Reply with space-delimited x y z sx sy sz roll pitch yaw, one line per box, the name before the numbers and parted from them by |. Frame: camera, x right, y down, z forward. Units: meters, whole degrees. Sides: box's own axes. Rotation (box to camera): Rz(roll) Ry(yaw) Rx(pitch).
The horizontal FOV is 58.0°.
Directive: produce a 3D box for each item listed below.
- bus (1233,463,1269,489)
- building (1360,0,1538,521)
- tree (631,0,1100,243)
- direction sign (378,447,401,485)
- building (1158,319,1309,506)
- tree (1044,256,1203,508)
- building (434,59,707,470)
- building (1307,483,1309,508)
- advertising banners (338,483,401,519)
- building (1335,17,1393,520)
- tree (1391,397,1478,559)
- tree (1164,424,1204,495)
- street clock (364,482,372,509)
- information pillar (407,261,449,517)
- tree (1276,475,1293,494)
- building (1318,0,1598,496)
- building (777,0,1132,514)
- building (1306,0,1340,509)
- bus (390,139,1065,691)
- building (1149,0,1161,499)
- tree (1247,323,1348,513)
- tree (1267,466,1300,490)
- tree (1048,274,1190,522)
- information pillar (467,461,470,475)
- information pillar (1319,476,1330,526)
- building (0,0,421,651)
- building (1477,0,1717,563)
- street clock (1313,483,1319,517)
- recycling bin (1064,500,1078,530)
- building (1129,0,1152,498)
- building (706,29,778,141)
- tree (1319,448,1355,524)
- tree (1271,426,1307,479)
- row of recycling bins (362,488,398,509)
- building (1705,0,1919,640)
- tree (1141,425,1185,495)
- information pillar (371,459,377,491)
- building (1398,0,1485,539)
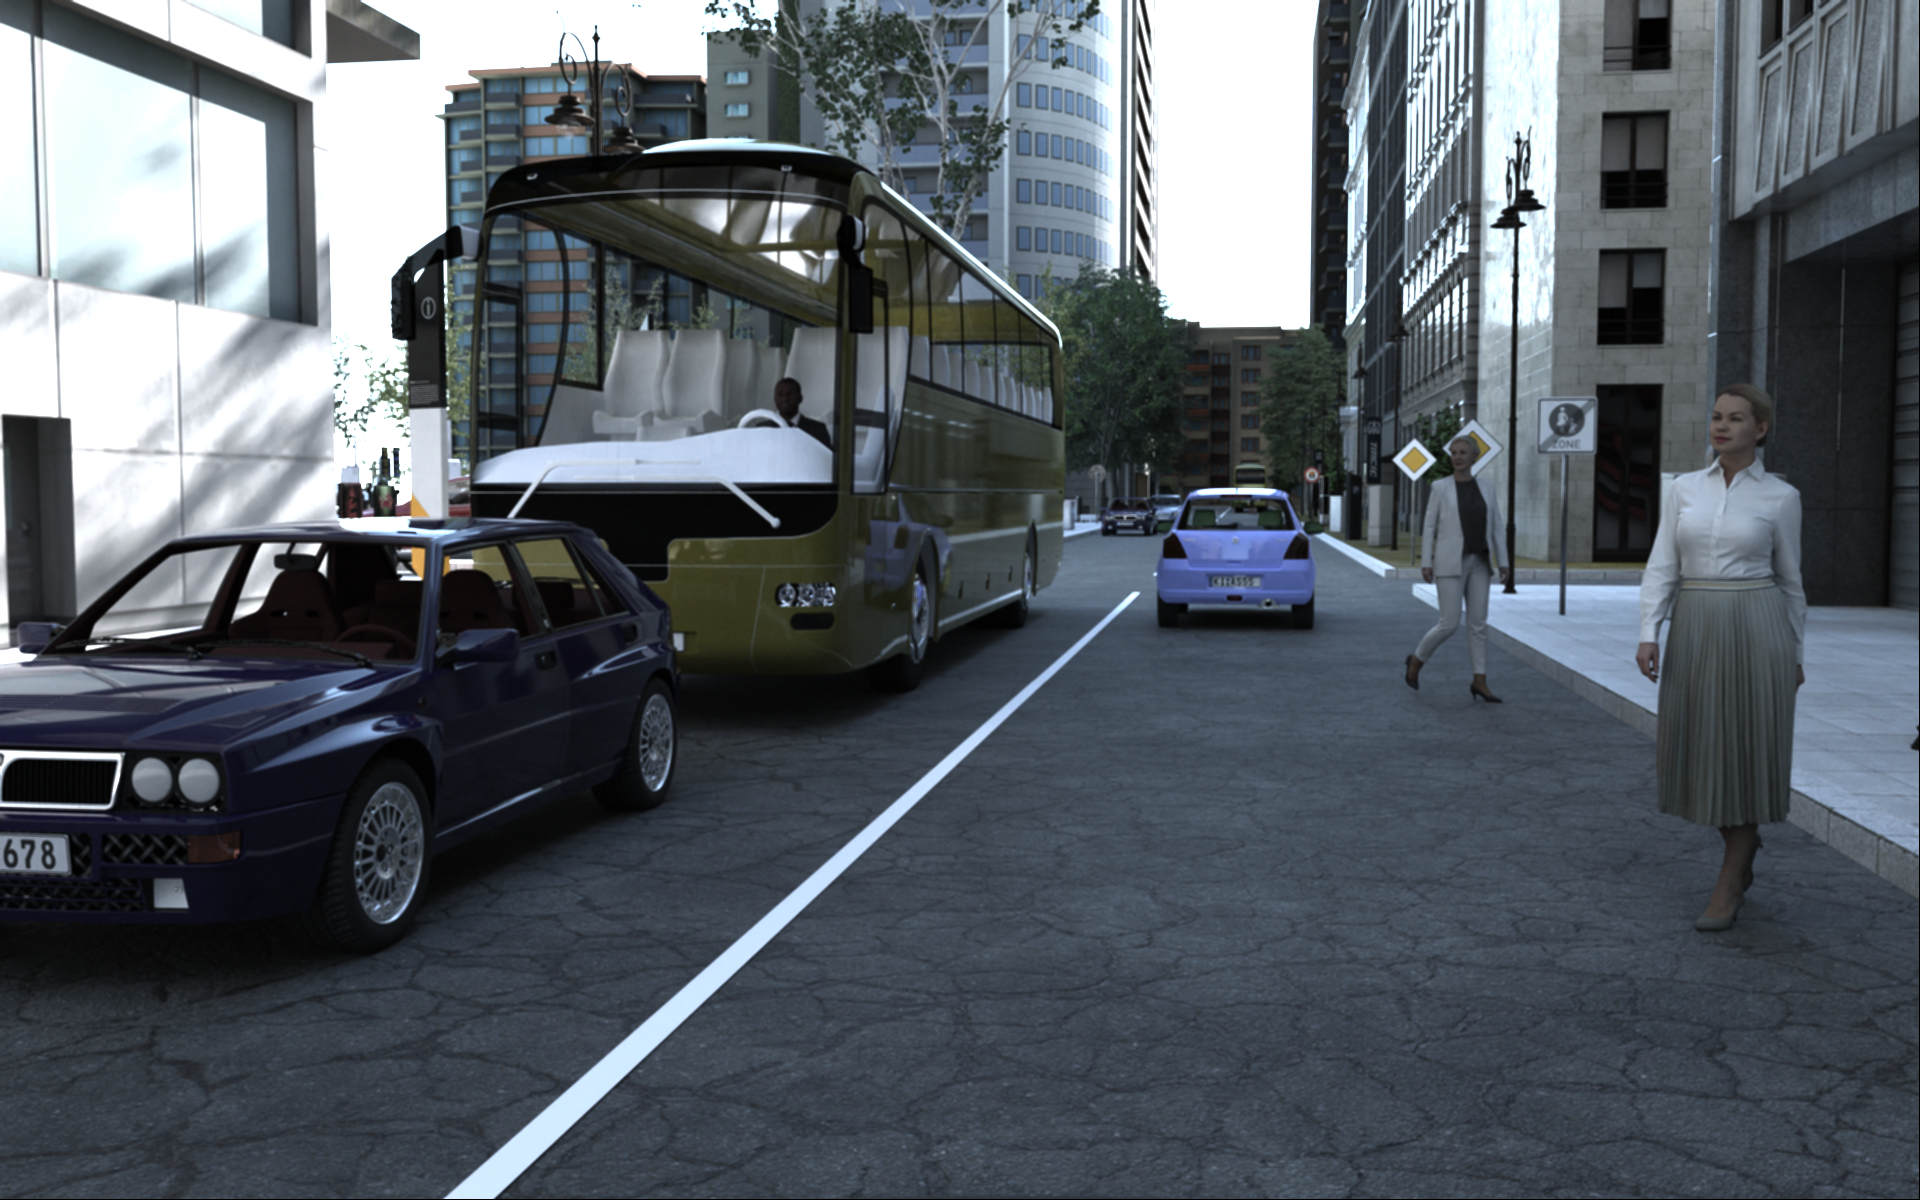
bus | 23.128 -8.946 137.820 2.896 3.916 12.252 1 4 10
building | 24.690 -17.007 71.577 14.314 27.812 24.014 1 4 9
tree | -1.831 -11.364 41.696 12.611 20.169 13.585 0 3 0
direction sign | -27.201 -5.553 82.795 0.876 3.537 0.379 -1 4 -17
building | 26.554 -22.013 204.949 28.899 21.520 27.650 1 4 9
tree | 8.072 -11.331 91.911 9.857 13.997 8.962 0 3 0
building | -36.898 -32.009 177.963 28.867 44.769 22.147 1 4 9
building | 41.186 -29.690 169.018 14.154 41.232 14.086 1 4 9
advertising banners | -8.530 -1.718 24.278 0.090 3.025 2.074 1 4 19
building | 27.836 -18.817 93.566 13.634 28.700 20.117 1 4 9
tree | 9.734 -2.439 34.486 1.663 3.219 1.824 0 3 0
tree | 22.875 -13.936 178.209 4.360 8.622 3.978 0 3 0
street clock | -35.018 -5.993 102.559 0.471 2.002 0.358 2 4 35
information pillar | -5.141 -1.555 16.781 0.504 3.616 0.183 2 4 34
tree | 30.269 -10.125 160.141 1.663 3.219 1.824 0 3 0
building | 39.119 -29.241 132.718 22.147 44.769 28.867 1 4 9
building | 0.589 -35.448 121.578 21.231 58.520 28.212 1 4 9
building | 38.483 -30.855 154.588 14.600 45.320 14.200 1 4 9
bus | -0.928 -1.493 15.966 2.896 3.916 12.252 1 4 10
building | 9.004 -44.800 170.732 20.611 71.187 20.563 1 4 9
tree | 22.887 -12.014 114.557 7.486 12.596 7.792 0 3 0
tree | 32.591 -11.674 174.583 4.285 4.588 4.351 0 3 0
tree | 6.868 -9.494 80.976 9.928 11.665 9.643 0 3 0
information pillar | -31.995 -7.448 113.128 0.504 3.616 0.183 3 4 39
information pillar | 14.721 -4.002 69.931 0.304 2.012 0.304 -1 4 -10
building | -20.860 -25.669 8.925 27.495 52.752 28.713 1 4 9
building | 20.130 -11.057 35.533 16.860 20.320 10.420 1 4 9
street clock | 20.200 -5.735 98.330 0.358 2.002 0.471 0 4 -6
recycling bin | 3.671 -3.000 61.605 0.722 1.027 0.722 1 4 14
building | 4.838 -31.968 146.378 21.300 48.544 21.600 1 4 9
building | -12.015 -33.637 173.663 21.600 48.544 21.300 1 4 9
tree | 15.855 -4.824 73.477 1.663 3.219 1.824 0 3 0
tree | 34.454 -14.141 181.567 4.737 8.622 4.395 0 3 0
row of recycling bins | -37.986 -6.405 111.828 1.069 1.692 3.534 3 5 39
building | 13.297 -11.710 9.476 12.078 24.808 19.932 1 4 9
tree | 14.982 -11.081 131.538 4.737 8.622 4.395 0 3 0
information pillar | -38.736 -7.534 114.540 0.504 3.616 0.183 2 4 31
building | 18.602 -12.333 50.796 9.793 20.994 18.267 1 4 9
